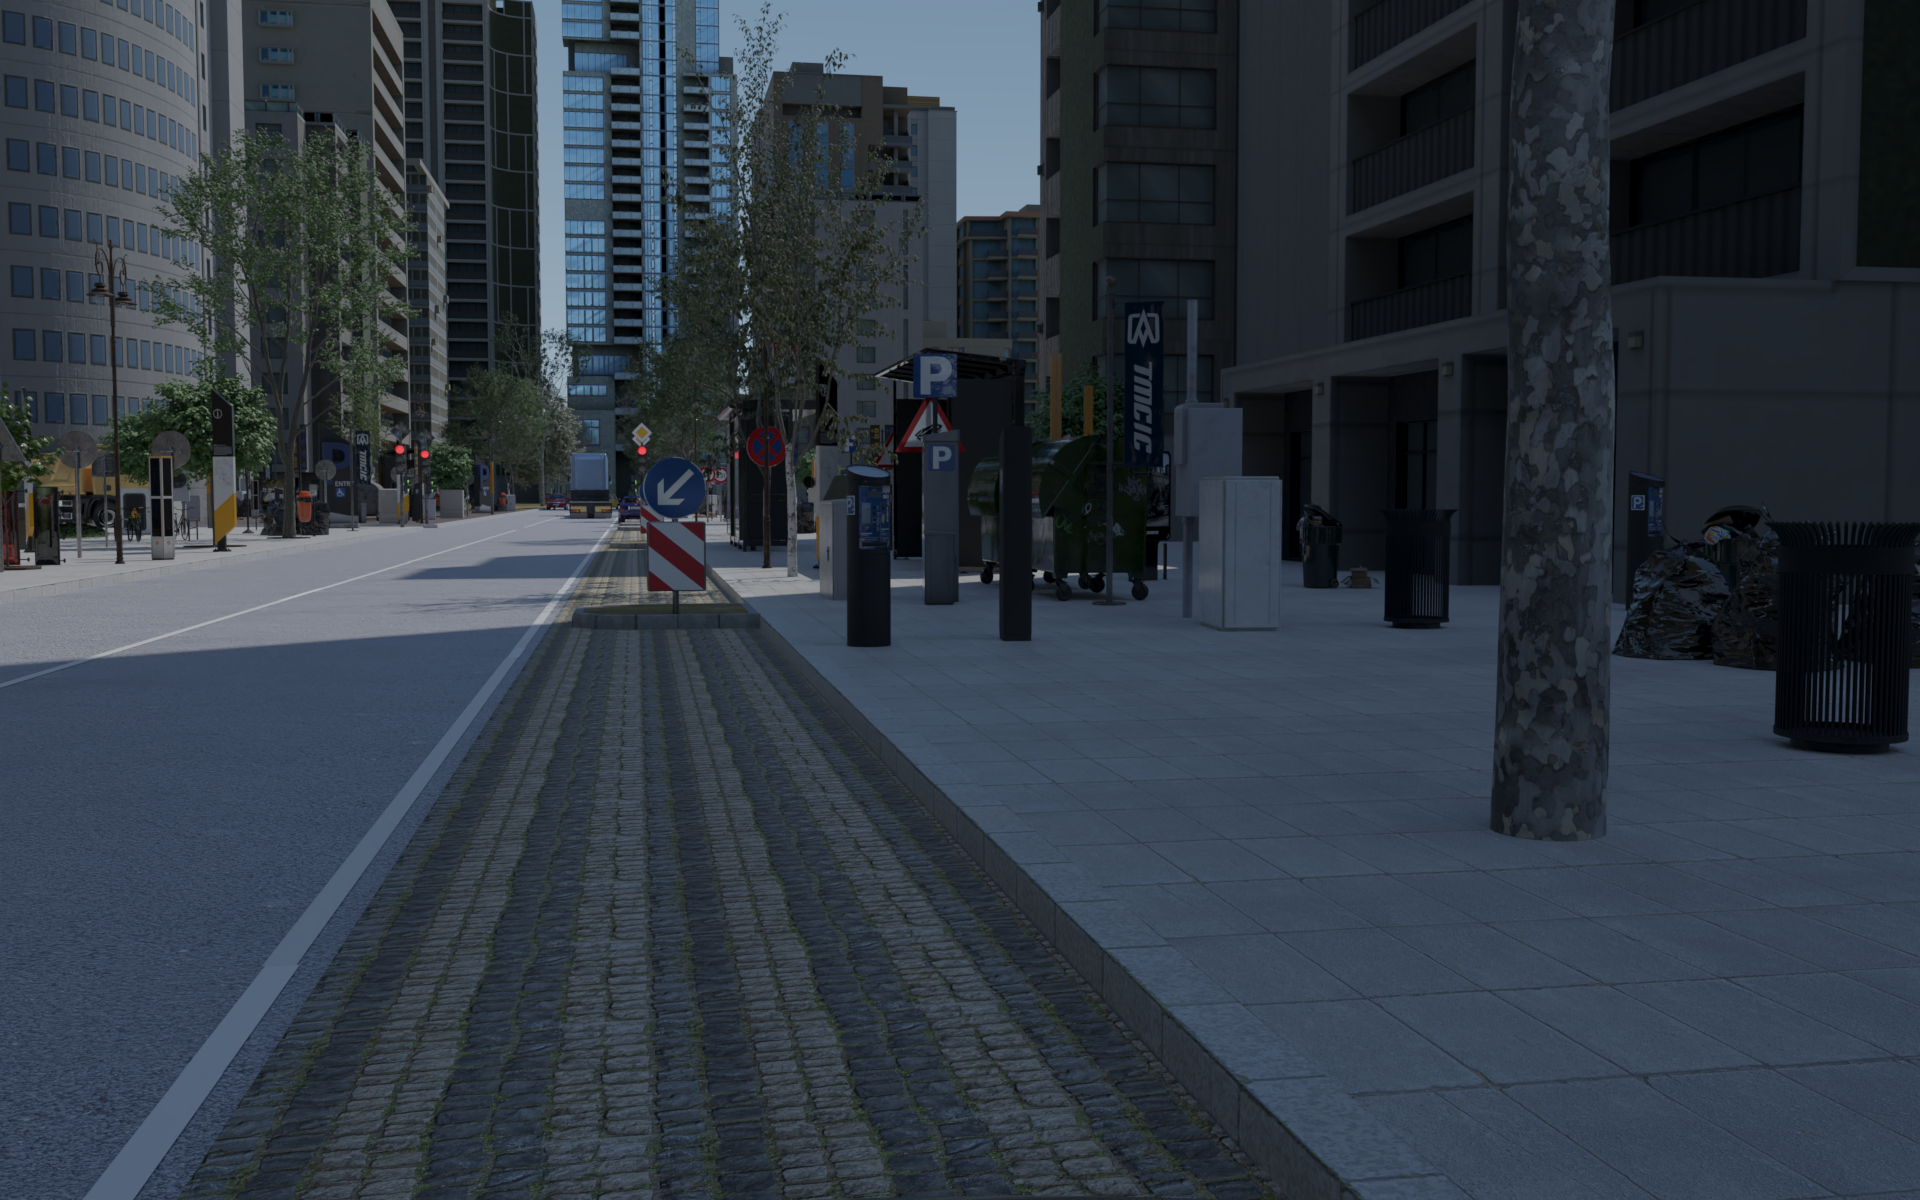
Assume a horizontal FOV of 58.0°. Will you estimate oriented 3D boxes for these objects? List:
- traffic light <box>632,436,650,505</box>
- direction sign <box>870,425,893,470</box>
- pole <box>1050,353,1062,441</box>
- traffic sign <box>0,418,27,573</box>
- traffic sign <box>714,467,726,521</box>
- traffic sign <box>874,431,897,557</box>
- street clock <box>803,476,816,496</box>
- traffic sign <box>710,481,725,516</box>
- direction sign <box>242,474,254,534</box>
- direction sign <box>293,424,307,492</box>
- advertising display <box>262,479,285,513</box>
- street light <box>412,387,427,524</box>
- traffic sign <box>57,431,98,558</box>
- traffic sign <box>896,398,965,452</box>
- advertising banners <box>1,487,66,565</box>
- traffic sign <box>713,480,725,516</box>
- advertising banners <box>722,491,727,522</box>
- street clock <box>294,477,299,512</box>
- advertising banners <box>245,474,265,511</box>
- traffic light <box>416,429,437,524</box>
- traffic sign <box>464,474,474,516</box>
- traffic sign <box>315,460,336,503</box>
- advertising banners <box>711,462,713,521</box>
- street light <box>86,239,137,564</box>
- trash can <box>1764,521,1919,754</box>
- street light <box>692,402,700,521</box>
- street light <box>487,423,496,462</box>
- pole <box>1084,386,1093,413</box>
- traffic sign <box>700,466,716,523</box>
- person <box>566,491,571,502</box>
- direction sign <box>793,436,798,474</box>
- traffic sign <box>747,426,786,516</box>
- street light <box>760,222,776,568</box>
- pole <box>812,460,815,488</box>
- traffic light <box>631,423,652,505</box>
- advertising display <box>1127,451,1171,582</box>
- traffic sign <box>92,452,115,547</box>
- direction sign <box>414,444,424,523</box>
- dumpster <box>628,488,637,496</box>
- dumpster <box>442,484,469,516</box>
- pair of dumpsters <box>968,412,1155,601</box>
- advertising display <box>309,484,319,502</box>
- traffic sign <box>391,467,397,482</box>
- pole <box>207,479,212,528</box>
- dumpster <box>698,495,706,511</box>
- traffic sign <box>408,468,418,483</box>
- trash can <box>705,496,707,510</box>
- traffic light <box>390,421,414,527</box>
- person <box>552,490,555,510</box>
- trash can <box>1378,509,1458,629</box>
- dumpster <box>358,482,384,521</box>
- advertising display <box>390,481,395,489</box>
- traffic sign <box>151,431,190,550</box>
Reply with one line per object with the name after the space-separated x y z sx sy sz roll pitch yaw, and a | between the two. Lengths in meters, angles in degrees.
-13.980 -5.324 75.966 0.839 4.253 0.868 -1 4 -11 | traffic light
-2.530 -3.950 56.574 0.876 3.537 0.379 1 4 23 | direction sign
1.394 -1.920 25.230 0.158 3.312 0.155 0 3 0 | pole
-15.674 -1.727 28.248 0.884 2.594 0.081 0 4 -1 | traffic sign
-11.212 -4.958 81.176 0.768 2.556 0.104 0 4 -4 | traffic sign
-1.355 -2.165 35.397 0.884 2.594 0.081 -1 4 -10 | traffic sign
-5.944 -3.913 68.544 0.471 2.002 0.358 1 4 17 | street clock
-14.448 -6.311 103.184 0.884 2.594 0.081 -1 4 -9 | traffic sign
-23.222 -3.939 56.401 0.379 3.537 0.876 -2 4 -29 | direction sign
-21.537 -3.945 56.495 0.876 3.537 0.379 3 5 39 | direction sign
-30.136 -4.334 76.071 0.974 1.923 0.123 0 4 -5 | advertising display
-23.419 -6.264 75.211 0.468 5.910 1.993 -1 4 -11 | street light
-17.700 -2.119 34.747 0.768 2.556 0.104 -1 4 -9 | traffic sign
-0.378 -1.345 21.992 0.884 2.594 0.081 -1 4 -8 | traffic sign
-17.190 -2.141 31.200 2.074 3.025 0.090 0 4 2 | advertising banners
-14.226 -6.257 102.406 0.768 2.556 0.104 0 4 -2 | traffic sign
-10.608 -5.118 79.871 0.090 3.025 2.074 -2 4 -25 | advertising banners
-28.203 -4.216 73.505 0.358 2.002 0.471 2 4 30 | street clock
-40.829 -6.374 100.399 2.074 3.025 0.090 2 4 33 | advertising banners
-22.884 -5.221 74.288 0.839 4.253 0.868 -1 4 -11 | traffic light
-28.564 -6.132 100.357 0.768 2.556 0.104 0 4 -4 | traffic sign
-23.495 -3.917 64.144 0.768 2.556 0.104 0 4 -2 | traffic sign
-11.948 -5.332 83.364 0.090 3.025 2.074 -1 4 -8 | advertising banners
-15.418 -3.598 31.610 0.468 5.910 1.993 -1 4 -11 | street light
4.448 0.179 8.726 0.748 1.137 0.748 0 3 0 | trash can
-10.390 -5.829 68.093 0.468 5.910 1.993 -1 4 -11 | street light
-30.623 -8.598 113.372 0.468 5.910 1.993 -1 4 -11 | street light
2.422 -2.381 32.771 0.158 3.312 0.155 0 3 0 | pole
-11.361 -4.762 77.964 0.768 2.556 0.104 0 4 -4 | traffic sign
-43.330 -11.265 192.689 1.348 1.823 0.705 1 4 10 | person
-6.775 -4.627 67.651 0.876 3.537 0.379 -1 4 -13 | direction sign
-3.604 -1.979 32.466 0.768 2.556 0.104 0 4 -1 | traffic sign
-3.335 -3.484 29.752 0.468 5.910 1.993 -1 4 -11 | street light
-8.695 -6.677 103.012 0.158 3.312 0.155 0 3 0 | pole
-12.509 -4.844 68.118 0.839 4.253 0.868 -1 4 -11 | traffic light
2.786 -1.250 25.646 0.123 1.923 0.974 3 5 43 | advertising display
-20.615 -2.426 41.788 0.606 2.300 0.079 0 4 -8 | traffic sign
-24.344 -5.257 77.953 0.379 3.537 0.876 1 4 9 | direction sign
-41.949 -13.410 224.203 1.985 2.255 1.502 -1 4 -9 | dumpster
-29.561 -6.043 101.293 1.502 2.255 1.985 -1 4 -11 | dumpster
1.275 -1.236 22.704 1.574 2.255 4.437 -1 4 -10 | pair of dumpsters
-42.925 -6.720 115.088 0.974 1.923 0.123 3 4 38 | advertising display
-25.060 -4.729 77.432 0.768 2.556 0.104 0 4 -5 | traffic sign
-28.076 -4.339 64.780 0.158 3.312 0.155 0 3 0 | pole
-16.216 -6.158 106.440 1.264 1.857 1.865 -1 4 -10 | dumpster
-26.510 -5.135 84.057 0.768 2.556 0.104 0 4 -2 | traffic sign
-17.477 -6.508 118.052 0.748 1.137 0.748 0 3 0 | trash can
-21.412 -4.741 66.439 0.839 4.253 0.868 -1 4 -11 | traffic light
-37.585 -9.278 160.175 0.705 1.826 1.348 0 4 -8 | person
4.394 -0.305 16.647 0.748 1.137 0.748 0 3 0 | trash can
-28.136 -4.688 82.403 1.264 1.857 1.865 -1 4 -11 | dumpster
-27.902 -4.888 85.137 0.123 1.923 0.974 -2 4 -24 | advertising display
-15.925 -2.132 34.967 0.768 2.556 0.104 0 4 -3 | traffic sign
